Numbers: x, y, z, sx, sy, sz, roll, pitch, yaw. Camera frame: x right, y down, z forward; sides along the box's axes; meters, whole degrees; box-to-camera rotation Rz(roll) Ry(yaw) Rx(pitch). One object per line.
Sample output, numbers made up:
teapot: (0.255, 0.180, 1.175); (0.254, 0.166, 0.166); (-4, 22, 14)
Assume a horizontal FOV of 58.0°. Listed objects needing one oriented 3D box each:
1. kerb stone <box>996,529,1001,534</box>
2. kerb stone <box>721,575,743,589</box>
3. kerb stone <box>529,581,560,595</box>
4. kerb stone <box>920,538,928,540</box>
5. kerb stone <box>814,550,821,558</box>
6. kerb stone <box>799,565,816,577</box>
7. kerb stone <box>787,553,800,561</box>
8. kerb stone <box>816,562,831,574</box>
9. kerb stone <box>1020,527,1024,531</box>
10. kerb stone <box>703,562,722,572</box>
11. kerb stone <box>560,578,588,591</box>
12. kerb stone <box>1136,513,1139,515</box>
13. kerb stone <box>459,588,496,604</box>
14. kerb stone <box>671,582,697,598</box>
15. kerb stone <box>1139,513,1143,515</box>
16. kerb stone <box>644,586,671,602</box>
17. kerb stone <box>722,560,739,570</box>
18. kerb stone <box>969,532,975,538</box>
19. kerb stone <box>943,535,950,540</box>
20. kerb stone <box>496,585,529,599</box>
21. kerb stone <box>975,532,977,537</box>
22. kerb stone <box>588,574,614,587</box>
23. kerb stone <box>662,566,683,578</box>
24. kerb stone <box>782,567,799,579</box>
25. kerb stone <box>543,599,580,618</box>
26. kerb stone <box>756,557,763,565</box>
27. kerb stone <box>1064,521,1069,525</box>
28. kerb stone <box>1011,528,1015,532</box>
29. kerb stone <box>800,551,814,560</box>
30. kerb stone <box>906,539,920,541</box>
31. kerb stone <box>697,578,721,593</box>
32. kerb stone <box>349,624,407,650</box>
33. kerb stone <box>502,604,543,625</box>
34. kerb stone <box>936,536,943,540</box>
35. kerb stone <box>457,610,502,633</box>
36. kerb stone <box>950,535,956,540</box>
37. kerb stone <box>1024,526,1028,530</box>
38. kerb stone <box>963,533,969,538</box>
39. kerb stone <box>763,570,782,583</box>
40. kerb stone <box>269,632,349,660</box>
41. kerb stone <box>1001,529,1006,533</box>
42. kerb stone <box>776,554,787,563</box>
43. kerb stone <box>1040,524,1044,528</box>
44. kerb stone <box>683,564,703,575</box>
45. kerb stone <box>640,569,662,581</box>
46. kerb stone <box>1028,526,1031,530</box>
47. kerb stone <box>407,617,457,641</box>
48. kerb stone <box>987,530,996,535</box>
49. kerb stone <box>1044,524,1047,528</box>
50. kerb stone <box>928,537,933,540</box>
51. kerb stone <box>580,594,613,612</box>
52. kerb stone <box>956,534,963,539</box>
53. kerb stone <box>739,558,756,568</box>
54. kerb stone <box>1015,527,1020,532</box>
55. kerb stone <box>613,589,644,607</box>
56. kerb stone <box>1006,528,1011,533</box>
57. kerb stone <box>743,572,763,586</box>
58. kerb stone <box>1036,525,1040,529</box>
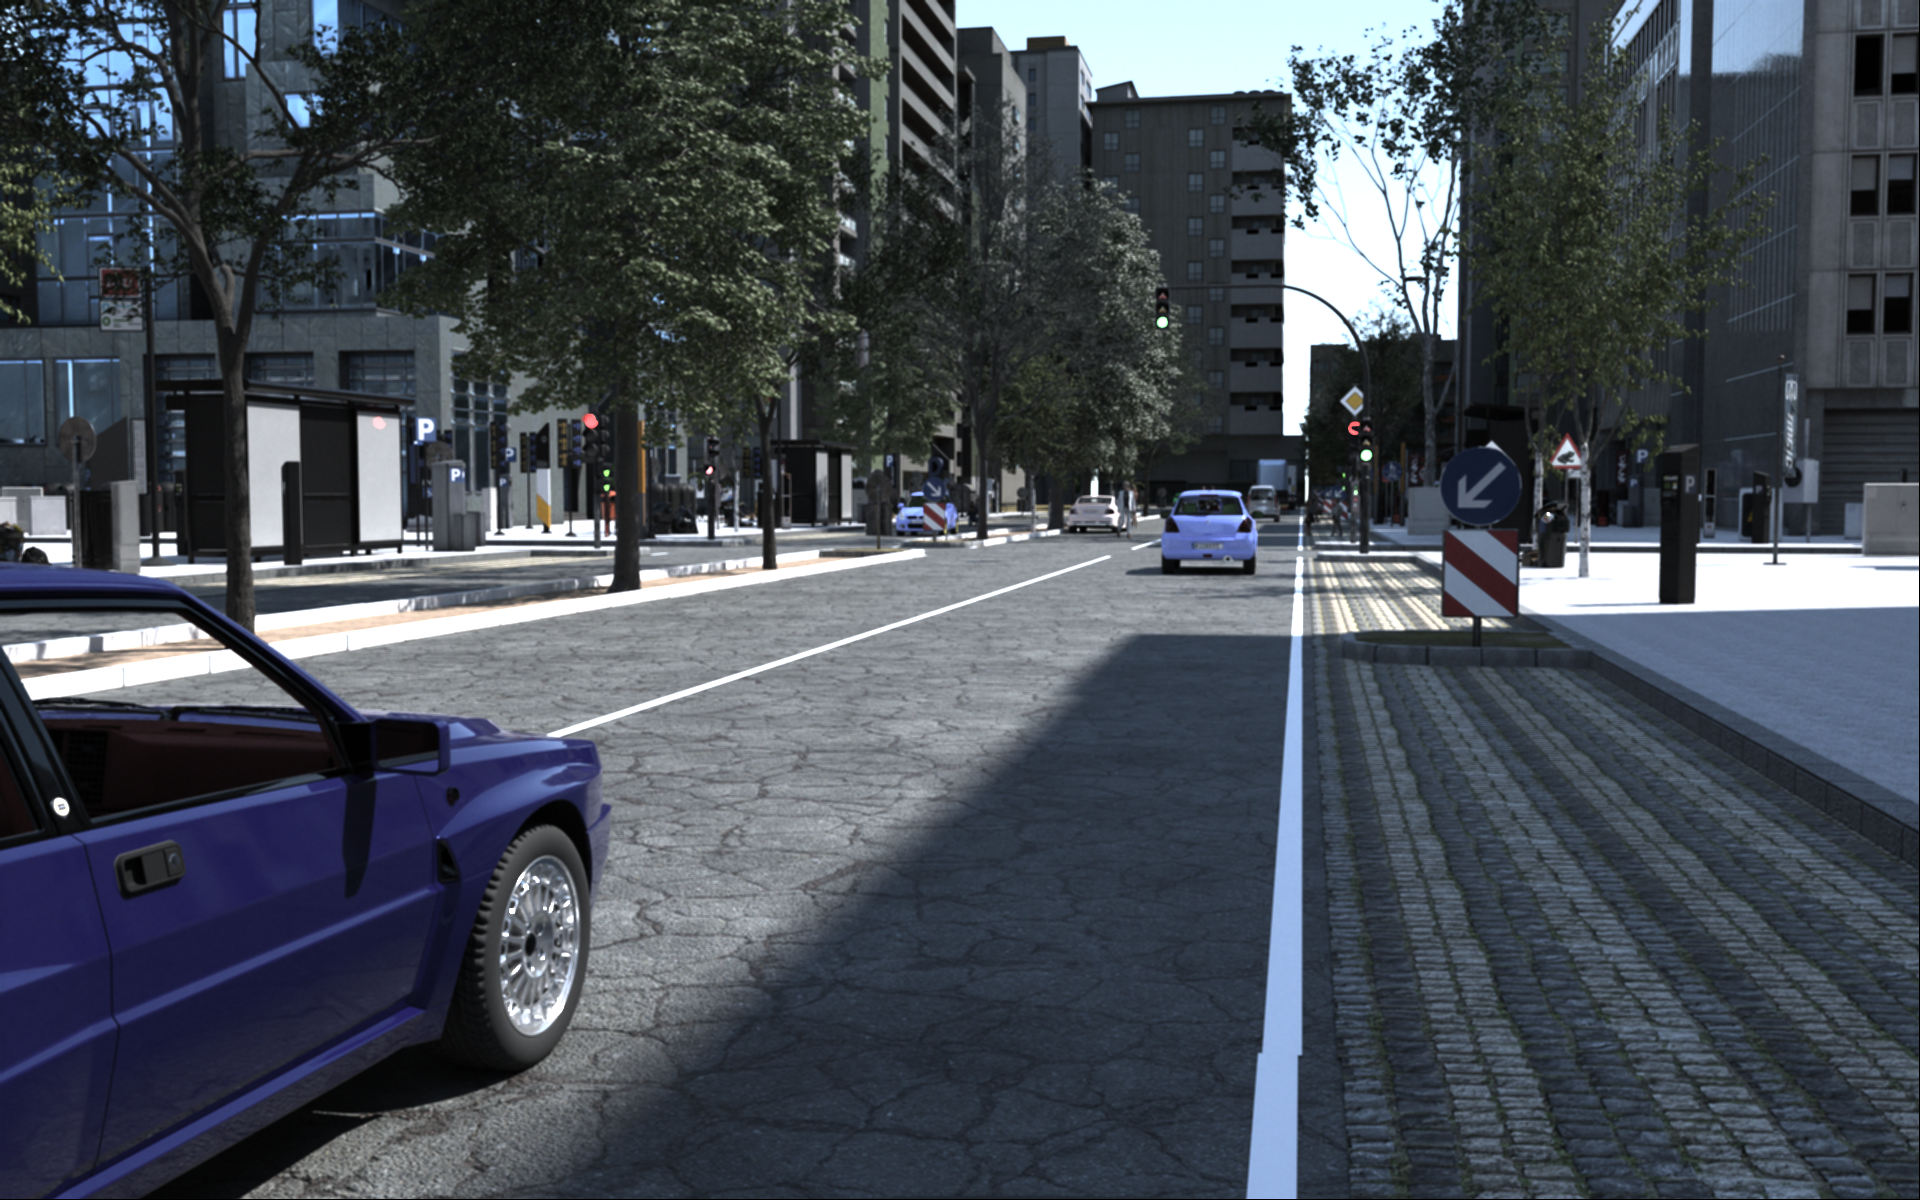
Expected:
kerb stone: (1.237, -2.402, 61.577); (0.120, 0.150, 1.000); (1, 4, 11)
kerb stone: (-3.572, -0.258, 26.417); (0.120, 0.150, 1.000); (1, 4, 11)
kerb stone: (-6.032, -0.156, 24.799); (0.120, 0.150, 1.000); (1, 4, 11)
kerb stone: (-1.150, -1.671, 49.517); (0.120, 0.150, 1.000); (1, 4, 11)
kerb stone: (-3.252, -1.015, 38.856); (0.120, 0.150, 1.000); (1, 4, 11)
kerb stone: (-2.779, -0.496, 30.429); (0.120, 0.150, 1.000); (1, 4, 11)
kerb stone: (-3.651, -0.896, 36.847); (0.120, 0.150, 1.000); (1, 4, 11)
kerb stone: (-2.582, -0.559, 31.434); (0.120, 0.150, 1.000); (1, 4, 11)
kerb stone: (2.230, -2.713, 66.608); (0.120, 0.150, 1.000); (1, 4, 11)
kerb stone: (-4.641, -0.587, 31.828); (0.120, 0.150, 1.000); (1, 4, 11)
kerb stone: (-5.833, -0.221, 25.802); (0.120, 0.150, 1.000); (1, 4, 11)
kerb stone: (11.371, -5.542, 112.855); (0.120, 0.150, 1.000); (1, 4, 11)
kerb stone: (-6.429, -0.037, 22.794); (0.120, 0.150, 1.000); (1, 4, 11)
kerb stone: (-3.967, -0.135, 24.404); (0.120, 0.150, 1.000); (1, 4, 11)
kerb stone: (12.175, -5.788, 116.880); (0.120, 0.150, 1.000); (1, 4, 11)
kerb stone: (-4.171, -0.074, 23.403); (0.120, 0.150, 1.000); (1, 4, 11)
kerb stone: (-4.448, -0.651, 32.832); (0.120, 0.150, 1.000); (1, 4, 11)
kerb stone: (0.247, -2.100, 56.559); (0.120, 0.150, 1.000); (1, 4, 11)
kerb stone: (-0.553, -1.855, 52.529); (0.120, 0.150, 1.000); (1, 4, 11)
kerb stone: (-6.233, -0.098, 23.797); (0.120, 0.150, 1.000); (1, 4, 11)
kerb stone: (0.439, -2.163, 57.563); (0.120, 0.150, 1.000); (1, 4, 11)
kerb stone: (-5.638, -0.275, 26.807); (0.120, 0.150, 1.000); (1, 4, 11)
kerb stone: (-5.046, -0.462, 29.818); (0.120, 0.150, 1.000); (1, 4, 11)
kerb stone: (-2.984, -0.441, 29.428); (0.120, 0.150, 1.000); (1, 4, 11)
kerb stone: (-4.769, 0.111, 20.381); (0.120, 0.150, 1.000); (1, 4, 11)
kerb stone: (-4.050, -0.767, 34.840); (0.120, 0.150, 1.000); (1, 4, 11)
kerb stone: (5.010, -3.578, 80.688); (0.120, 0.150, 1.000); (1, 4, 11)
kerb stone: (1.832, -2.587, 64.596); (0.120, 0.150, 1.000); (1, 4, 11)
kerb stone: (-3.452, -0.957, 37.854); (0.120, 0.150, 1.000); (1, 4, 11)
kerb stone: (-1.350, -1.606, 48.501); (0.120, 0.150, 1.000); (1, 4, 11)
kerb stone: (-3.771, -0.196, 25.411); (0.120, 0.150, 1.000); (1, 4, 11)
kerb stone: (-5.555, 0.357, 16.357); (0.120, 0.150, 1.000); (1, 4, 11)
kerb stone: (-4.963, 0.173, 19.369); (0.120, 0.150, 1.000); (1, 4, 11)
kerb stone: (-0.751, -1.794, 51.524); (0.120, 0.150, 1.000); (1, 4, 11)
kerb stone: (-5.165, 0.238, 18.367); (0.120, 0.150, 1.000); (1, 4, 11)
kerb stone: (-0.347, -1.912, 53.540); (0.120, 0.150, 1.000); (1, 4, 11)
kerb stone: (2.433, -2.778, 67.611); (0.120, 0.150, 1.000); (1, 4, 11)
kerb stone: (0.047, -2.038, 55.556); (0.120, 0.150, 1.000); (1, 4, 11)
kerb stone: (-3.169, -0.381, 28.421); (0.120, 0.150, 1.000); (1, 4, 11)
kerb stone: (-5.769, 0.418, 15.357); (0.120, 0.150, 1.000); (1, 4, 11)
kerb stone: (1.431, -2.470, 62.581); (0.120, 0.150, 1.000); (1, 4, 11)
kerb stone: (-3.847, -0.829, 35.844); (0.120, 0.150, 1.000); (1, 4, 11)
kerb stone: (3.223, -3.017, 71.624); (0.120, 0.150, 1.000); (1, 4, 11)
kerb stone: (-4.846, -0.527, 30.823); (0.120, 0.150, 1.000); (1, 4, 11)
kerb stone: (-5.240, -0.405, 28.811); (0.120, 0.150, 1.000); (1, 4, 11)
kerb stone: (2.627, -2.839, 68.615); (0.120, 0.150, 1.000); (1, 4, 11)
kerb stone: (-5.361, 0.295, 17.364); (0.120, 0.150, 1.000); (1, 4, 11)
kerb stone: (1.039, -2.347, 60.574); (0.120, 0.150, 1.000); (1, 4, 11)
kerb stone: (3.428, -3.084, 72.630); (0.120, 0.150, 1.000); (1, 4, 11)
kerb stone: (-0.951, -1.727, 50.520); (0.120, 0.150, 1.000); (1, 4, 11)
kerb stone: (-4.569, 0.051, 21.392); (0.120, 0.150, 1.000); (1, 4, 11)
kerb stone: (-0.146, -1.979, 54.549); (0.120, 0.150, 1.000); (1, 4, 11)
kerb stone: (-4.246, -0.706, 33.834); (0.120, 0.150, 1.000); (1, 4, 11)
kerb stone: (2.027, -2.655, 65.599); (0.120, 0.150, 1.000); (1, 4, 11)
kerb stone: (-4.366, -0.012, 22.394); (0.120, 0.150, 1.000); (1, 4, 11)
kerb stone: (1.641, -2.532, 63.591); (0.120, 0.150, 1.000); (1, 4, 11)
kerb stone: (-3.373, -0.320, 27.420); (0.120, 0.150, 1.000); (1, 4, 11)
kerb stone: (3.023, -2.962, 70.621); (0.120, 0.150, 1.000); (1, 4, 11)
